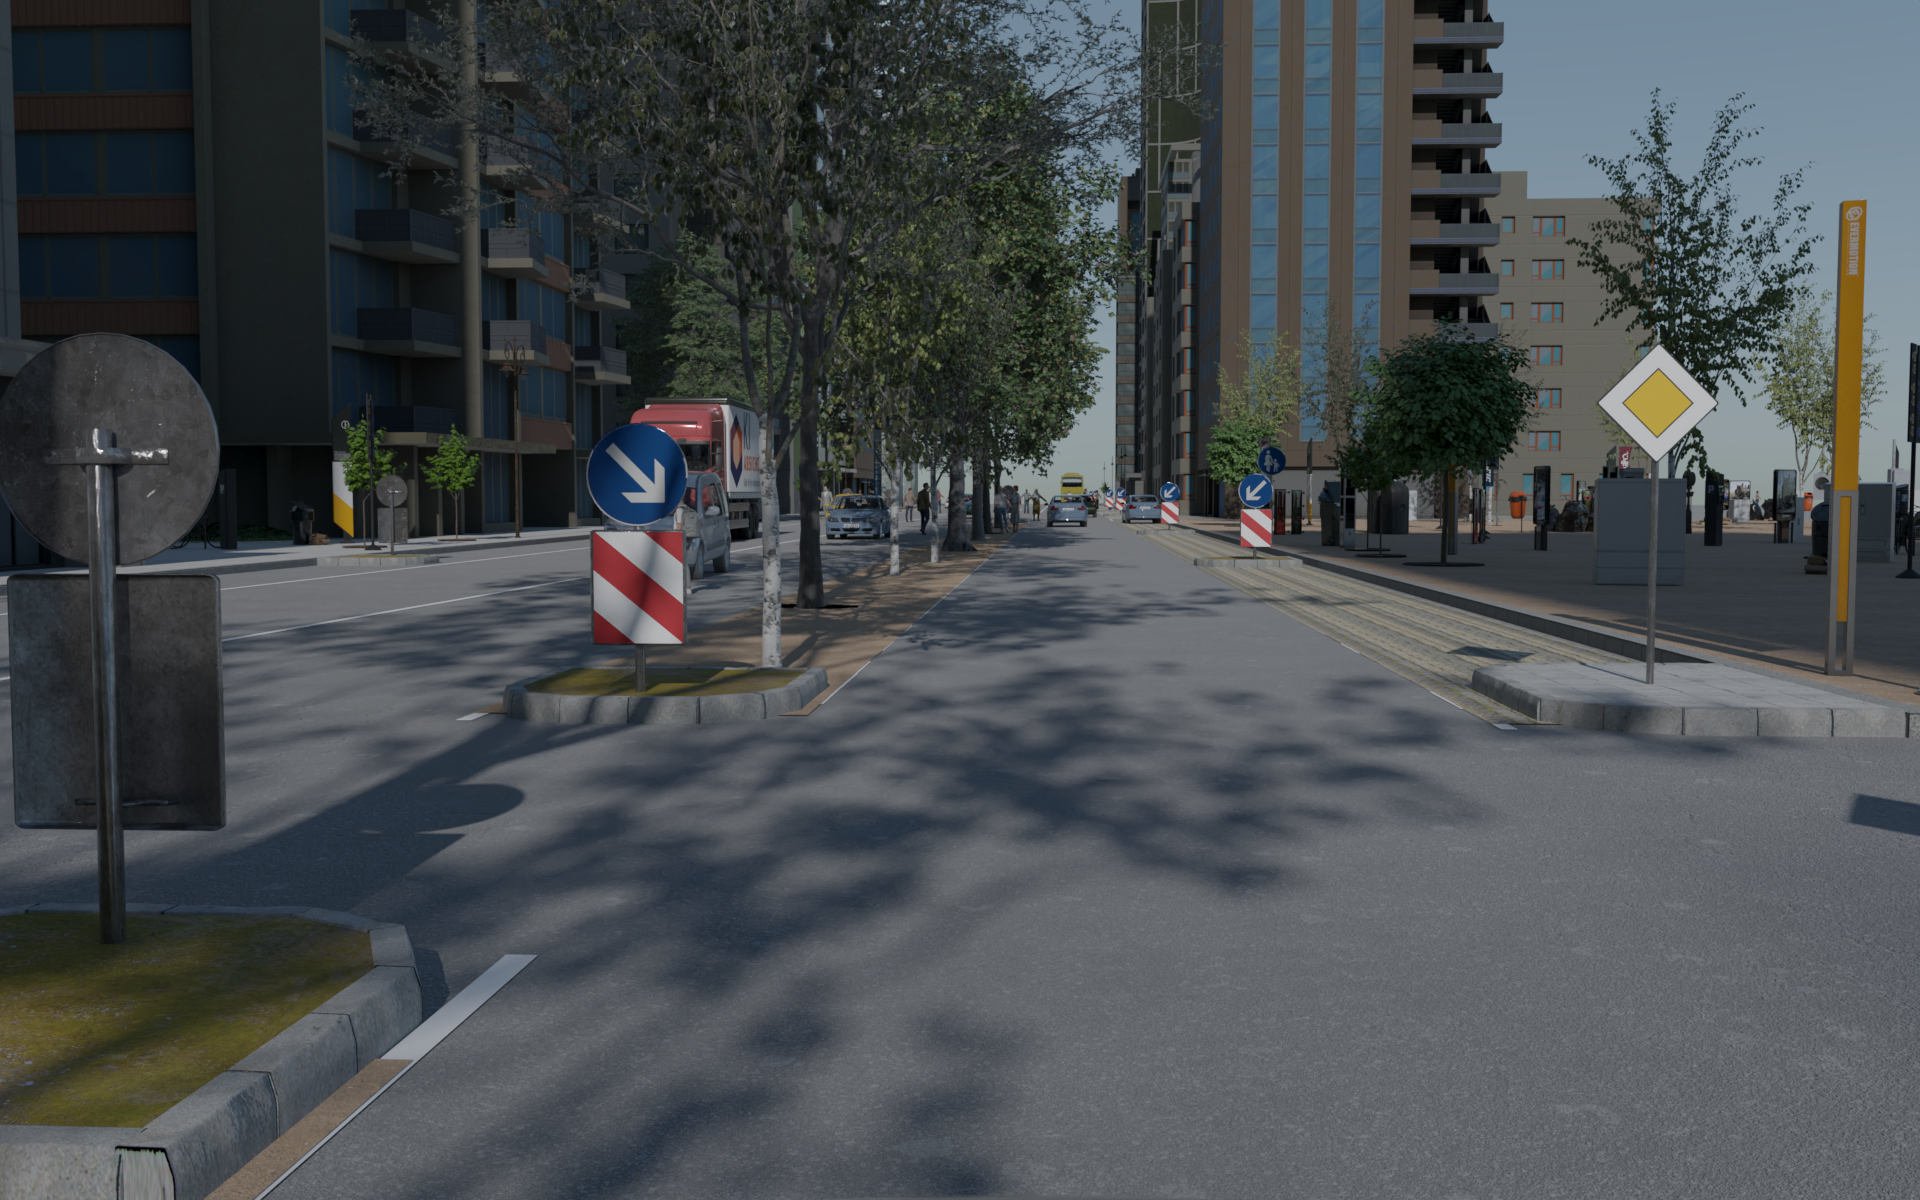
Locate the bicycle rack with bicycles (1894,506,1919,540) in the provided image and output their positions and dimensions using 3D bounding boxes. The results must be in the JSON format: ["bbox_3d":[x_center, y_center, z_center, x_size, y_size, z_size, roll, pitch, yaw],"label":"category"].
[{"bbox_3d":[29.228,-2.373,52.183,2.852,0.926,2.925,1,4,8],"label":"bicycle rack with bicycles"}]

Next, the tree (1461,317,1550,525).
[{"bbox_3d":[22.493,-7.497,72.937,4.360,8.622,3.978,0,3,0],"label":"tree"}]

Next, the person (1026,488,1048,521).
[{"bbox_3d":[4.102,-5.093,92.509,1.217,1.736,0.721,-1,4,-13],"label":"person"}]

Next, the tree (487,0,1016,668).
[{"bbox_3d":[-1.492,-3.698,13.281,4.360,8.622,3.978,0,3,0],"label":"tree"}]

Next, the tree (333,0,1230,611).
[{"bbox_3d":[-1.896,-6.643,21.439,12.009,13.543,11.850,0,3,0],"label":"tree"}]

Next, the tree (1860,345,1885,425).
[{"bbox_3d":[28.684,-6.621,58.618,4.737,8.622,4.395,0,3,0],"label":"tree"}]

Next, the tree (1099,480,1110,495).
[{"bbox_3d":[20.341,-15.143,242.191,1.663,3.219,1.824,0,3,0],"label":"tree"}]

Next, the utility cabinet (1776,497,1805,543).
[{"bbox_3d":[22.074,-2.132,46.022,1.020,1.237,0.306,-3,5,-41],"label":"utility cabinet"}]

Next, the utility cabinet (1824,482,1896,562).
[{"bbox_3d":[17.011,-1.475,32.789,1.173,1.500,0.318,3,5,40],"label":"utility cabinet"}]

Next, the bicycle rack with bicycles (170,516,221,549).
[{"bbox_3d":[-18.862,-1.632,40.066,2.925,0.926,2.852,1,4,12],"label":"bicycle rack with bicycles"}]

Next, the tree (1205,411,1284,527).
[{"bbox_3d":[11.134,-5.170,68.251,4.285,4.588,4.351,0,3,0],"label":"tree"}]

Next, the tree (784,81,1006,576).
[{"bbox_3d":[-1.159,-4.722,30.016,4.737,8.622,4.395,0,3,0],"label":"tree"}]

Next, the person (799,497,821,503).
[{"bbox_3d":[-7.830,-5.054,91.148,1.348,1.822,0.705,-1,4,-15],"label":"person"}]

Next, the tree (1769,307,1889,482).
[{"bbox_3d":[34.060,-7.161,67.451,4.360,8.622,3.978,0,3,0],"label":"tree"}]

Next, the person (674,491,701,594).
[{"bbox_3d":[-3.961,-0.826,24.593,0.523,1.515,0.503,-1,4,-16],"label":"person"}]

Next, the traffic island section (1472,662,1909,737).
[{"bbox_3d":[4.677,0.647,11.702,2.009,0.180,2.903,0,4,3],"label":"traffic island section"}]

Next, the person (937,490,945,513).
[{"bbox_3d":[-1.554,-7.393,130.100,1.217,1.743,0.721,-2,4,-25],"label":"person"}]

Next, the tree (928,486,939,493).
[{"bbox_3d":[-3.318,-14.044,224.228,1.663,3.219,1.824,0,3,0],"label":"tree"}]

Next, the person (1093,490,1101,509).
[{"bbox_3d":[12.846,-9.428,162.655,1.348,1.823,0.705,-3,5,-41],"label":"person"}]

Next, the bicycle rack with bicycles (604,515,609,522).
[{"bbox_3d":[-15.333,-4.045,79.512,2.852,0.926,2.925,1,4,18],"label":"bicycle rack with bicycles"}]

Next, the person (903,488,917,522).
[{"bbox_3d":[-2.478,-4.878,88.780,0.617,1.759,0.750,3,4,37],"label":"person"}]

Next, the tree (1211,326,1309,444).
[{"bbox_3d":[13.127,-7.627,75.062,4.737,8.622,4.395,0,3,0],"label":"tree"}]

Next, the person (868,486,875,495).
[{"bbox_3d":[-4.591,-4.943,88.949,0.705,1.869,1.348,2,4,25],"label":"person"}]

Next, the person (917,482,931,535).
[{"bbox_3d":[-1.236,-3.208,60.869,0.656,1.842,0.836,1,4,13],"label":"person"}]

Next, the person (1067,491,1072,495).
[{"bbox_3d":[9.825,-8.901,154.970,0.756,1.711,0.436,2,4,30],"label":"person"}]

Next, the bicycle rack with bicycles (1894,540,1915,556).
[{"bbox_3d":[19.768,-1.456,37.183,2.852,0.926,2.925,3,4,36],"label":"bicycle rack with bicycles"}]

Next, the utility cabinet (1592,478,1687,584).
[{"bbox_3d":[9.562,-0.961,24.392,1.173,1.500,0.318,1,4,10],"label":"utility cabinet"}]

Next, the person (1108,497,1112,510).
[{"bbox_3d":[12.622,-8.374,146.359,0.436,1.711,0.756,0,4,6],"label":"person"}]

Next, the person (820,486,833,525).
[{"bbox_3d":[-6.116,-4.342,79.606,0.709,1.813,0.853,1,4,15],"label":"person"}]

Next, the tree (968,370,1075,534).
[{"bbox_3d":[1.500,-8.785,71.845,9.928,11.665,9.643,0,3,0],"label":"tree"}]

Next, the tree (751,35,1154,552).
[{"bbox_3d":[-0.066,-7.546,42.841,9.611,12.733,9.660,0,3,0],"label":"tree"}]

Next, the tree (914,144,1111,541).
[{"bbox_3d":[0.626,-8.044,52.105,7.486,12.596,7.792,0,3,0],"label":"tree"}]

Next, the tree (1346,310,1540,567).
[{"bbox_3d":[8.637,-2.897,31.078,4.285,4.588,4.351,0,3,0],"label":"tree"}]

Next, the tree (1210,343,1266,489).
[{"bbox_3d":[14.168,-8.032,81.686,4.360,8.622,3.978,0,3,0],"label":"tree"}]

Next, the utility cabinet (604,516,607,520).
[{"bbox_3d":[-17.973,-4.677,85.141,1.173,1.500,0.318,0,4,7],"label":"utility cabinet"}]

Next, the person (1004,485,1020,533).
[{"bbox_3d":[1.921,-3.288,62.833,0.524,1.755,0.480,-2,4,-34],"label":"person"}]

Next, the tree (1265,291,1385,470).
[{"bbox_3d":[13.680,-6.824,61.936,4.360,8.622,3.978,0,3,0],"label":"tree"}]

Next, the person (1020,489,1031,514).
[{"bbox_3d":[4.914,-7.284,127.681,1.350,1.814,0.705,0,4,-2],"label":"person"}]

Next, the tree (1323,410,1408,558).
[{"bbox_3d":[8.461,-2.488,35.286,1.663,3.219,1.824,0,3,0],"label":"tree"}]

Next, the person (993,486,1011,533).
[{"bbox_3d":[1.644,-3.356,64.035,0.731,1.740,0.598,-1,4,-20],"label":"person"}]

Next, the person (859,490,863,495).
[{"bbox_3d":[-7.043,-6.902,122.062,1.217,1.735,0.721,0,4,-2],"label":"person"}]

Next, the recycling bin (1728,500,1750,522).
[{"bbox_3d":[35.498,-4.062,78.963,0.722,1.027,0.722,0,4,-1],"label":"recycling bin"}]

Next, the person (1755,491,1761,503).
[{"bbox_3d":[75.350,-9.435,163.470,0.721,1.736,1.217,3,5,43],"label":"person"}]

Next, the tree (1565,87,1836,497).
[{"bbox_3d":[13.473,-4.993,32.004,4.737,8.622,4.395,0,3,0],"label":"tree"}]

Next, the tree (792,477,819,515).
[{"bbox_3d":[-9.694,-6.961,108.419,1.663,3.219,1.824,0,3,0],"label":"tree"}]

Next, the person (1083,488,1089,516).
[{"bbox_3d":[8.396,-6.532,115.308,0.705,1.822,1.348,2,4,34],"label":"person"}]

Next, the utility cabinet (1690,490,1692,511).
[{"bbox_3d":[23.375,-2.949,56.893,1.173,1.500,0.318,0,4,7],"label":"utility cabinet"}]
